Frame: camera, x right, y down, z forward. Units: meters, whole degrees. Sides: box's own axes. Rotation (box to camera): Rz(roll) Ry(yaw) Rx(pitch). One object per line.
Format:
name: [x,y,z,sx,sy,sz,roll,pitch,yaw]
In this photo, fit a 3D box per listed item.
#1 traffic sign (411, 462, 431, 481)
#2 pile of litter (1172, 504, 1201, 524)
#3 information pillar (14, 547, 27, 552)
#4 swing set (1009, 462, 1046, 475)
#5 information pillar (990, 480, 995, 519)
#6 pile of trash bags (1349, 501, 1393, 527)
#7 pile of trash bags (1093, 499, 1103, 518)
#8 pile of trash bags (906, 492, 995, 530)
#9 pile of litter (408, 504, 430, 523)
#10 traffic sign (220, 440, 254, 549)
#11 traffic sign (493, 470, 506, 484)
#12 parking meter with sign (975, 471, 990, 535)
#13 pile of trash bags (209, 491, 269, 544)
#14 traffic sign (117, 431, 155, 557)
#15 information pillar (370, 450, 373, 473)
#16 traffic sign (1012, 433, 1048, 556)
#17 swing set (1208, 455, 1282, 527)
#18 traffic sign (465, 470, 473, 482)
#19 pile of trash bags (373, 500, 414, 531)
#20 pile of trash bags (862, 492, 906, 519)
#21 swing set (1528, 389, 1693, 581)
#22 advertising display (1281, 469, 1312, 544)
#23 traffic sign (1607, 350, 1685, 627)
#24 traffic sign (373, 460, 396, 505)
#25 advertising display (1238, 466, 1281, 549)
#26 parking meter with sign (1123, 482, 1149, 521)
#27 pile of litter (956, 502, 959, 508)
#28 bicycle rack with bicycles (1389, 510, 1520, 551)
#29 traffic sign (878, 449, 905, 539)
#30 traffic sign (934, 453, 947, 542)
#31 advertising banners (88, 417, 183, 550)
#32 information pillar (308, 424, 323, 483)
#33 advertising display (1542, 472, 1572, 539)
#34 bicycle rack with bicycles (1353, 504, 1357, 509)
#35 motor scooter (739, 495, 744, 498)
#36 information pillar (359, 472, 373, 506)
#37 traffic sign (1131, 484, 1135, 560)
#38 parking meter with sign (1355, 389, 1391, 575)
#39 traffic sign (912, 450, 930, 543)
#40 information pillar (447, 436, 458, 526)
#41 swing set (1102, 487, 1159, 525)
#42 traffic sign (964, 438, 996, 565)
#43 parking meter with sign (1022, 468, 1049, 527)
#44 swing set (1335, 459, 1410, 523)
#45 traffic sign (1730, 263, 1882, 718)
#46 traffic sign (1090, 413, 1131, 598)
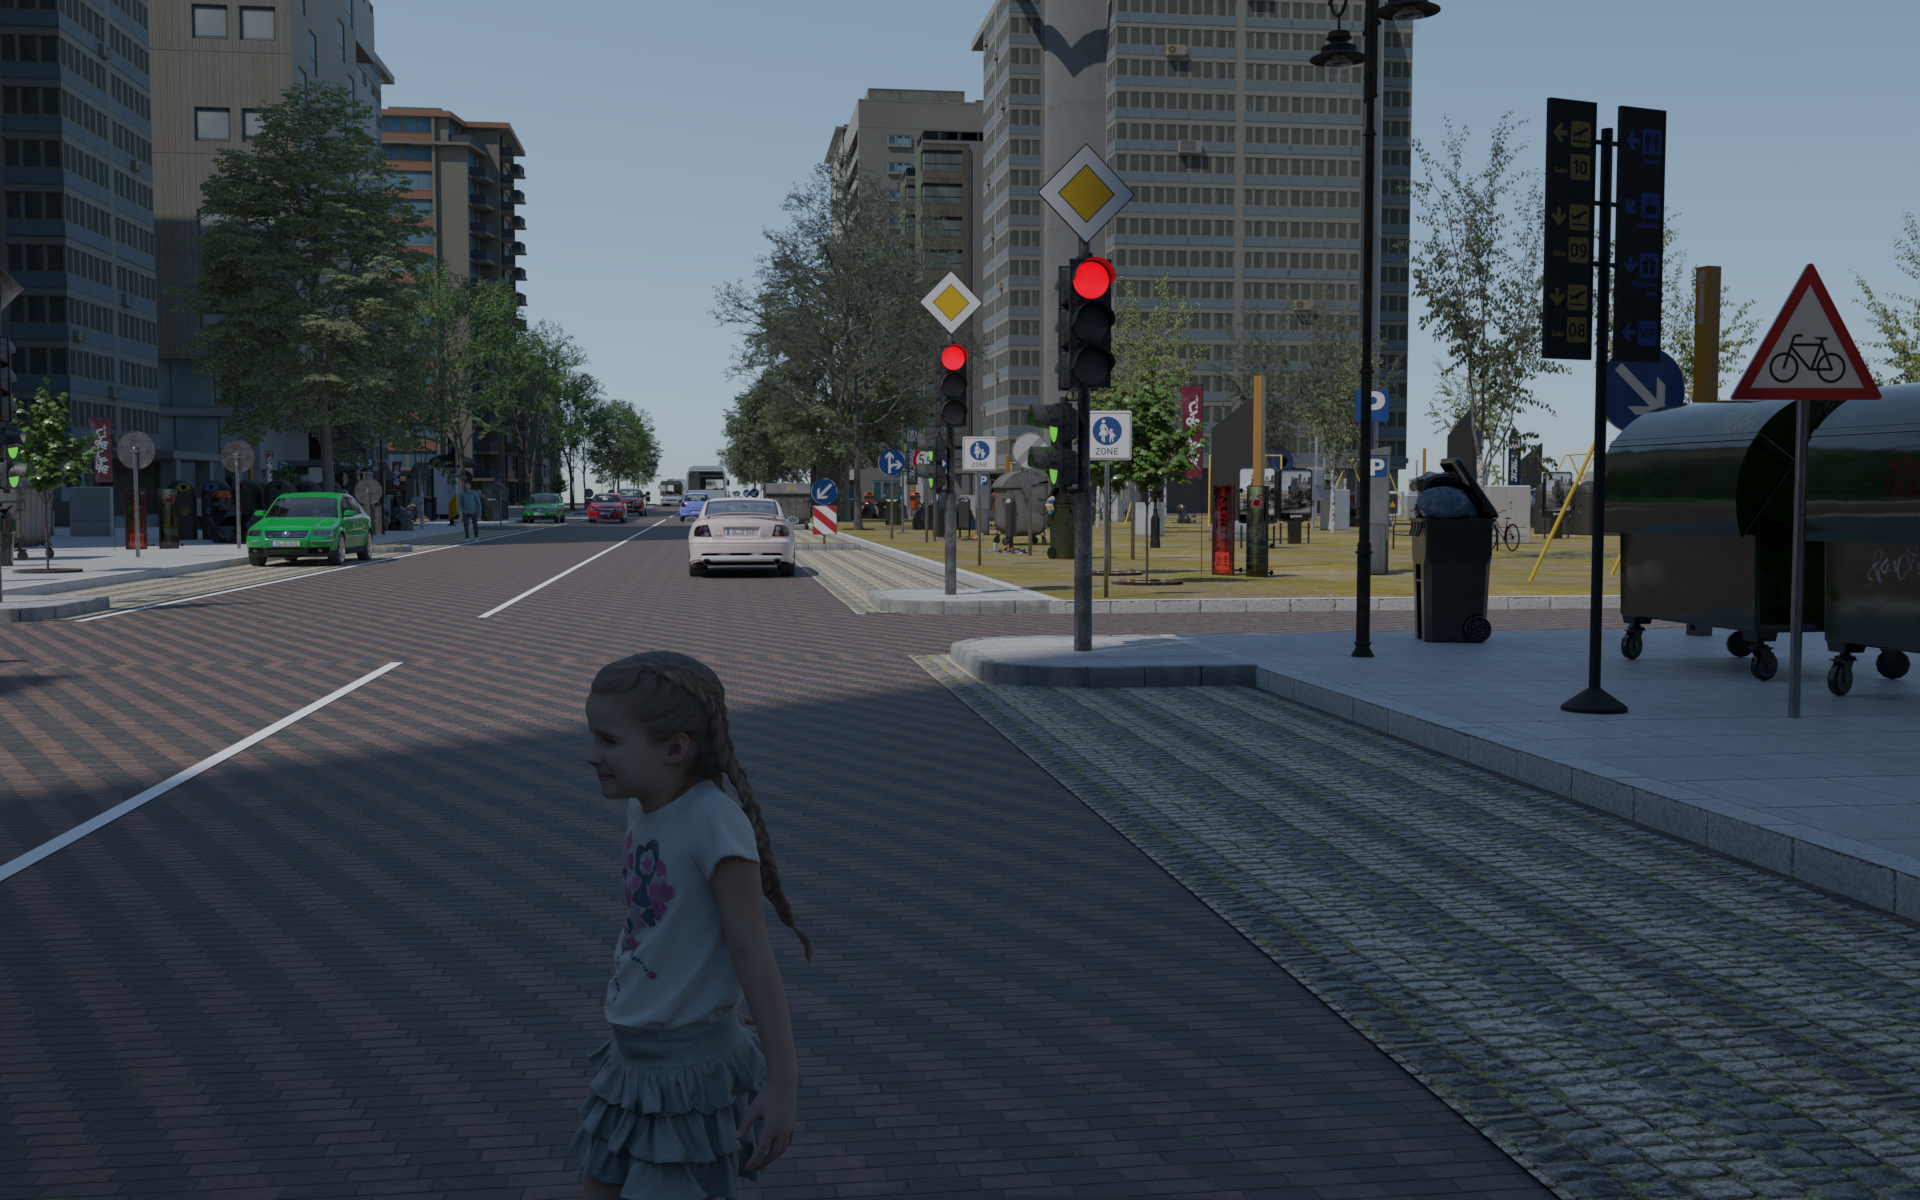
traffic sign: [-21.411,-4.202,68.800,0.768,2.556,0.104,0,4,-7]
pile of litter: [9.898,-3.769,75.589,1.176,0.858,1.719,-1,4,-11]
information pillar: [-21.079,-2.090,38.657,0.304,2.012,0.304,0,4,-1]
swing set: [3.761,-5.368,85.389,3.119,2.851,2.862,-1,4,-8]
information pillar: [1.545,-5.088,87.678,0.304,2.012,0.304,-3,5,-43]
pile of trash bags: [15.539,-3.596,68.542,1.912,1.369,3.447,-2,4,-29]
pile of trash bags: [6.116,-5.015,91.743,1.912,1.369,3.447,2,4,34]
pile of trash bags: [0.059,-3.210,62.230,3.447,1.369,1.912,-1,4,-18]
pile of litter: [-24.330,-3.893,77.609,1.719,0.858,1.176,-3,5,-44]
traffic sign: [-16.964,-2.482,40.679,0.768,2.556,0.104,0,4,-8]
traffic sign: [-24.980,-5.754,94.089,0.884,2.594,0.081,0,4,-6]
parking meter with sign: [0.685,-3.569,54.621,0.543,3.016,1.738,0,4,-3]
pile of trash bags: [-19.012,-2.218,46.023,3.447,1.369,1.912,3,5,43]
traffic sign: [-16.693,-2.140,35.090,0.768,2.556,0.104,0,4,-1]
information pillar: [-31.051,-6.121,91.437,0.183,3.616,0.504,-1,4,-21]
traffic sign: [1.460,-2.196,36.006,0.768,2.556,0.104,0,4,0]
swing set: [11.297,-4.389,69.373,3.119,2.851,2.862,1,4,9]
traffic sign: [-26.501,-5.672,92.843,0.768,2.556,0.104,0,4,-1]
pile of trash bags: [-20.793,-3.070,59.944,1.912,1.369,3.447,3,4,37]
pile of trash bags: [-3.377,-4.866,89.313,3.447,1.369,1.912,-3,5,-44]
swing set: [10.493,-1.712,25.618,2.862,2.851,3.119,3,5,44]
advertising display: [8.602,-2.403,44.497,0.974,1.923,0.123,-1,4,-23]
traffic sign: [5.845,-0.909,14.962,0.768,2.556,0.104,0,4,-2]
traffic sign: [-22.092,-4.066,66.483,0.884,2.594,0.081,0,4,-6]
advertising display: [6.996,-2.170,40.696,0.974,1.923,0.123,3,4,37]
parking meter with sign: [8.224,-5.273,82.476,1.738,3.016,0.543,-1,4,-23]
pile of litter: [-0.470,-4.842,93.127,1.176,0.858,1.719,0,4,-5]
bicycle rack with bicycles: [11.188,-1.612,39.741,2.852,0.926,2.925,0,4,-5]
traffic sign: [-1.927,-2.985,48.904,0.768,2.556,0.104,0,4,-5]
traffic sign: [-0.674,-2.854,46.774,0.768,2.556,0.104,0,4,-1]
advertising banners: [-18.998,-2.676,39.933,0.090,3.025,2.074,3,5,41]
information pillar: [-20.017,-3.831,53.993,0.504,3.616,0.183,-1,4,-22]
advertising display: [17.088,-2.713,49.571,0.974,1.923,0.123,-1,4,-22]
bicycle rack with bicycles: [16.837,-3.591,72.088,2.925,0.926,2.852,0,4,1]
motor scooter: [-27.422,-12.499,217.132,0.815,1.314,1.986,-1,4,-10]
information pillar: [-19.504,-3.207,56.922,0.304,2.012,0.304,3,4,37]
traffic sign: [3.374,-2.057,33.744,0.768,2.556,0.104,0,4,-4]
parking meter with sign: [6.703,-1.944,28.046,0.543,3.016,1.738,1,4,10]
traffic sign: [-0.881,-2.793,45.772,0.768,2.556,0.104,0,4,-6]
information pillar: [-20.592,-4.827,70.274,0.504,3.616,0.183,2,4,34]
swing set: [6.712,-4.697,74.418,3.119,2.851,2.862,3,5,42]
traffic sign: [0.351,-1.769,31.056,0.606,2.300,0.079,0,4,-4]
parking meter with sign: [3.022,-4.293,66.458,1.738,3.016,0.543,-3,4,-38]
swing set: [17.944,-4.825,76.508,2.862,2.851,3.119,-1,4,-16]
traffic sign: [4.787,-0.603,9.865,0.884,2.594,0.081,0,4,-5]
traffic sign: [1.811,-1.179,21.400,0.606,2.300,0.079,0,4,1]
